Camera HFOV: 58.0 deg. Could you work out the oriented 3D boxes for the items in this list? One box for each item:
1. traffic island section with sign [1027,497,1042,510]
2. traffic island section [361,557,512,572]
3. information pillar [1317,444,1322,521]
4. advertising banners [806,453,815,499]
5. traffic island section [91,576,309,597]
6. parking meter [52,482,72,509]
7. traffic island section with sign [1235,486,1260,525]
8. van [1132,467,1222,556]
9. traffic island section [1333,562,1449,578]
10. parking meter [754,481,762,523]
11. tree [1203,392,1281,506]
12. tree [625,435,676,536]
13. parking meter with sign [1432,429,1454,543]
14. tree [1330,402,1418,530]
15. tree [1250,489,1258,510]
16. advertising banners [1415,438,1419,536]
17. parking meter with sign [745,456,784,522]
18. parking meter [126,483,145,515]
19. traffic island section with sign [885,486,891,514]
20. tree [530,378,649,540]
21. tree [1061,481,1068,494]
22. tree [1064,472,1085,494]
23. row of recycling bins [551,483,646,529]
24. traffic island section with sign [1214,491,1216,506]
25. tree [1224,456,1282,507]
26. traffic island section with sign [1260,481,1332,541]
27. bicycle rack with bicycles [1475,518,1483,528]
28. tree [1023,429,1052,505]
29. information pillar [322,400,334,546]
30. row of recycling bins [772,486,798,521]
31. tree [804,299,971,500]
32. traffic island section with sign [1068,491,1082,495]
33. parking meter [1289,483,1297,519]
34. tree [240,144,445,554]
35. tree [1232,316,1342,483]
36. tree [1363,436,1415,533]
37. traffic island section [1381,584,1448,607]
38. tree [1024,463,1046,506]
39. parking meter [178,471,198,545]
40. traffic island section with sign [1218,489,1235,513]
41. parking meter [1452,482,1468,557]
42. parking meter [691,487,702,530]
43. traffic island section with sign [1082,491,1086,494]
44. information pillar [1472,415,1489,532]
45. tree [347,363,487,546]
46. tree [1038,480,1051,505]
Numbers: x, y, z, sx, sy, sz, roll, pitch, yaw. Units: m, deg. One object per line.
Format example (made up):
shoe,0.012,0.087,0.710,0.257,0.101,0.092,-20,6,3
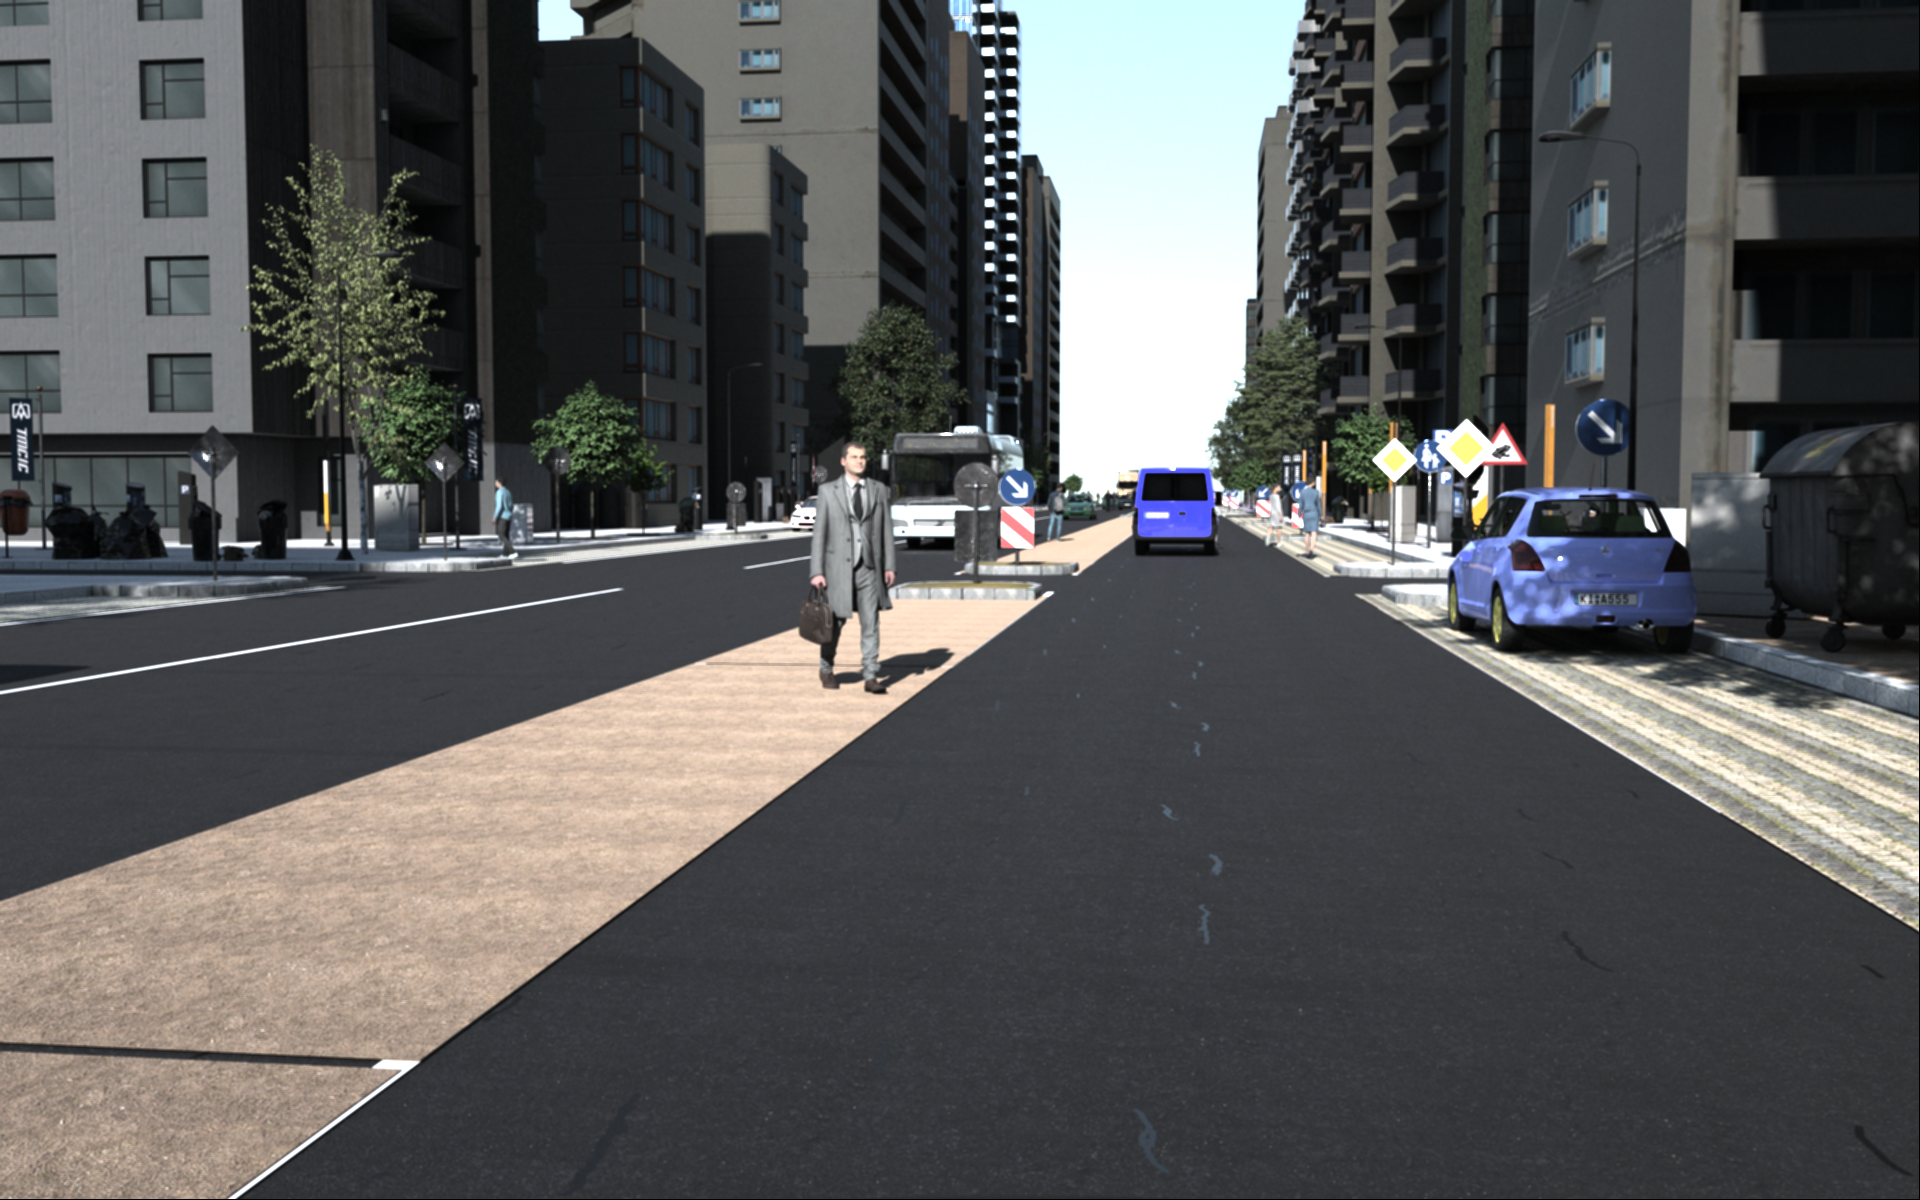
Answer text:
traffic island section with sign,6.485,-9.194,158.943,1.989,1.847,2.006,0,4,7
traffic island section,-9.945,-0.681,33.411,2.009,0.180,2.903,0,4,7
information pillar,16.875,-5.497,81.231,0.183,3.616,0.504,3,5,42
advertising banners,-6.439,-4.800,74.669,0.090,3.025,2.074,-1,4,-14
traffic island section,-10.982,-0.196,25.493,2.009,0.180,2.903,0,4,7
parking meter,-19.398,-1.777,37.458,0.372,1.533,0.369,0,3,0
traffic island section with sign,13.903,-4.381,80.255,1.989,1.847,2.006,0,4,7
van,5.235,-2.297,41.944,2.240,2.365,5.245,0,4,8
traffic island section,7.794,-0.539,31.093,2.009,0.180,2.903,0,4,7
parking meter,-9.029,-4.389,77.473,0.255,1.863,0.399,1,4,23
tree,31.947,-16.939,193.958,9.611,12.733,9.660,0,3,0
tree,-9.941,-3.625,53.877,1.663,3.219,1.824,0,3,0
parking meter with sign,12.863,-3.044,46.027,0.543,3.016,1.738,1,4,12
tree,14.735,-4.781,61.889,4.285,4.588,4.351,0,3,0
tree,24.079,-8.932,140.632,1.663,3.219,1.824,0,3,0
advertising banners,14.237,-3.535,53.988,0.090,3.025,2.074,1,4,18
parking meter with sign,-8.989,-5.100,79.649,1.738,3.016,0.543,-1,4,-15
parking meter,-18.252,-1.833,38.385,0.372,1.533,0.369,0,3,0
traffic island section with sign,-3.564,-4.500,82.210,1.989,1.847,2.006,0,4,7
tree,-10.361,-4.002,49.148,4.285,4.588,4.351,0,3,0
tree,14.181,-14.899,238.194,1.663,3.219,1.824,0,3,0
tree,16.805,-16.600,255.127,4.285,4.588,4.351,0,3,0
row of recycling bins,-13.442,-3.503,64.382,3.534,1.692,1.069,0,4,-5
traffic island section with sign,23.838,-9.022,156.132,1.989,1.847,2.006,0,4,7
tree,23.782,-9.323,136.146,4.285,4.588,4.351,0,3,0
traffic island section with sign,10.408,-2.746,53.527,1.989,1.847,2.006,0,4,7
bicycle rack with bicycles,12.193,-1.450,37.091,2.925,0.926,2.852,-1,4,-10
tree,8.658,-14.994,195.507,4.737,8.622,4.395,0,3,0
information pillar,-15.642,-3.146,42.795,0.183,3.616,0.504,-1,4,-12
row of recycling bins,-8.779,-4.786,85.362,1.069,1.692,3.534,1,4,14
tree,-3.947,-11.305,101.848,9.611,12.733,9.660,0,3,0
traffic island section with sign,13.737,-12.583,214.362,1.989,1.847,2.006,0,4,7
parking meter,19.381,-5.809,100.694,0.399,1.863,0.255,3,5,40
tree,-12.773,-5.274,36.588,4.737,8.622,4.395,0,3,0
tree,20.922,-11.790,110.898,7.486,12.596,7.792,0,3,0
tree,13.957,-3.836,57.328,1.663,3.219,1.824,0,3,0
traffic island section,6.758,-0.055,23.175,2.009,0.180,2.903,0,4,7
tree,7.291,-11.995,179.825,4.285,4.588,4.351,0,3,0
parking meter,-19.560,-2.335,43.894,0.399,1.863,0.255,0,4,-1
traffic island section with sign,20.344,-7.387,129.403,1.989,1.847,2.006,0,4,7
parking meter,10.212,-1.642,35.252,0.372,1.533,0.369,0,3,0
parking meter,-9.337,-3.246,61.489,0.372,1.533,0.369,0,3,0
traffic island section with sign,17.239,-14.218,241.089,1.989,1.847,2.006,0,4,7
information pillar,15.335,-3.655,51.112,0.504,3.616,0.183,-1,4,-16
tree,-13.599,-3.657,43.505,4.285,4.588,4.351,0,3,0
tree,9.902,-13.109,208.939,1.663,3.219,1.824,0,3,0
